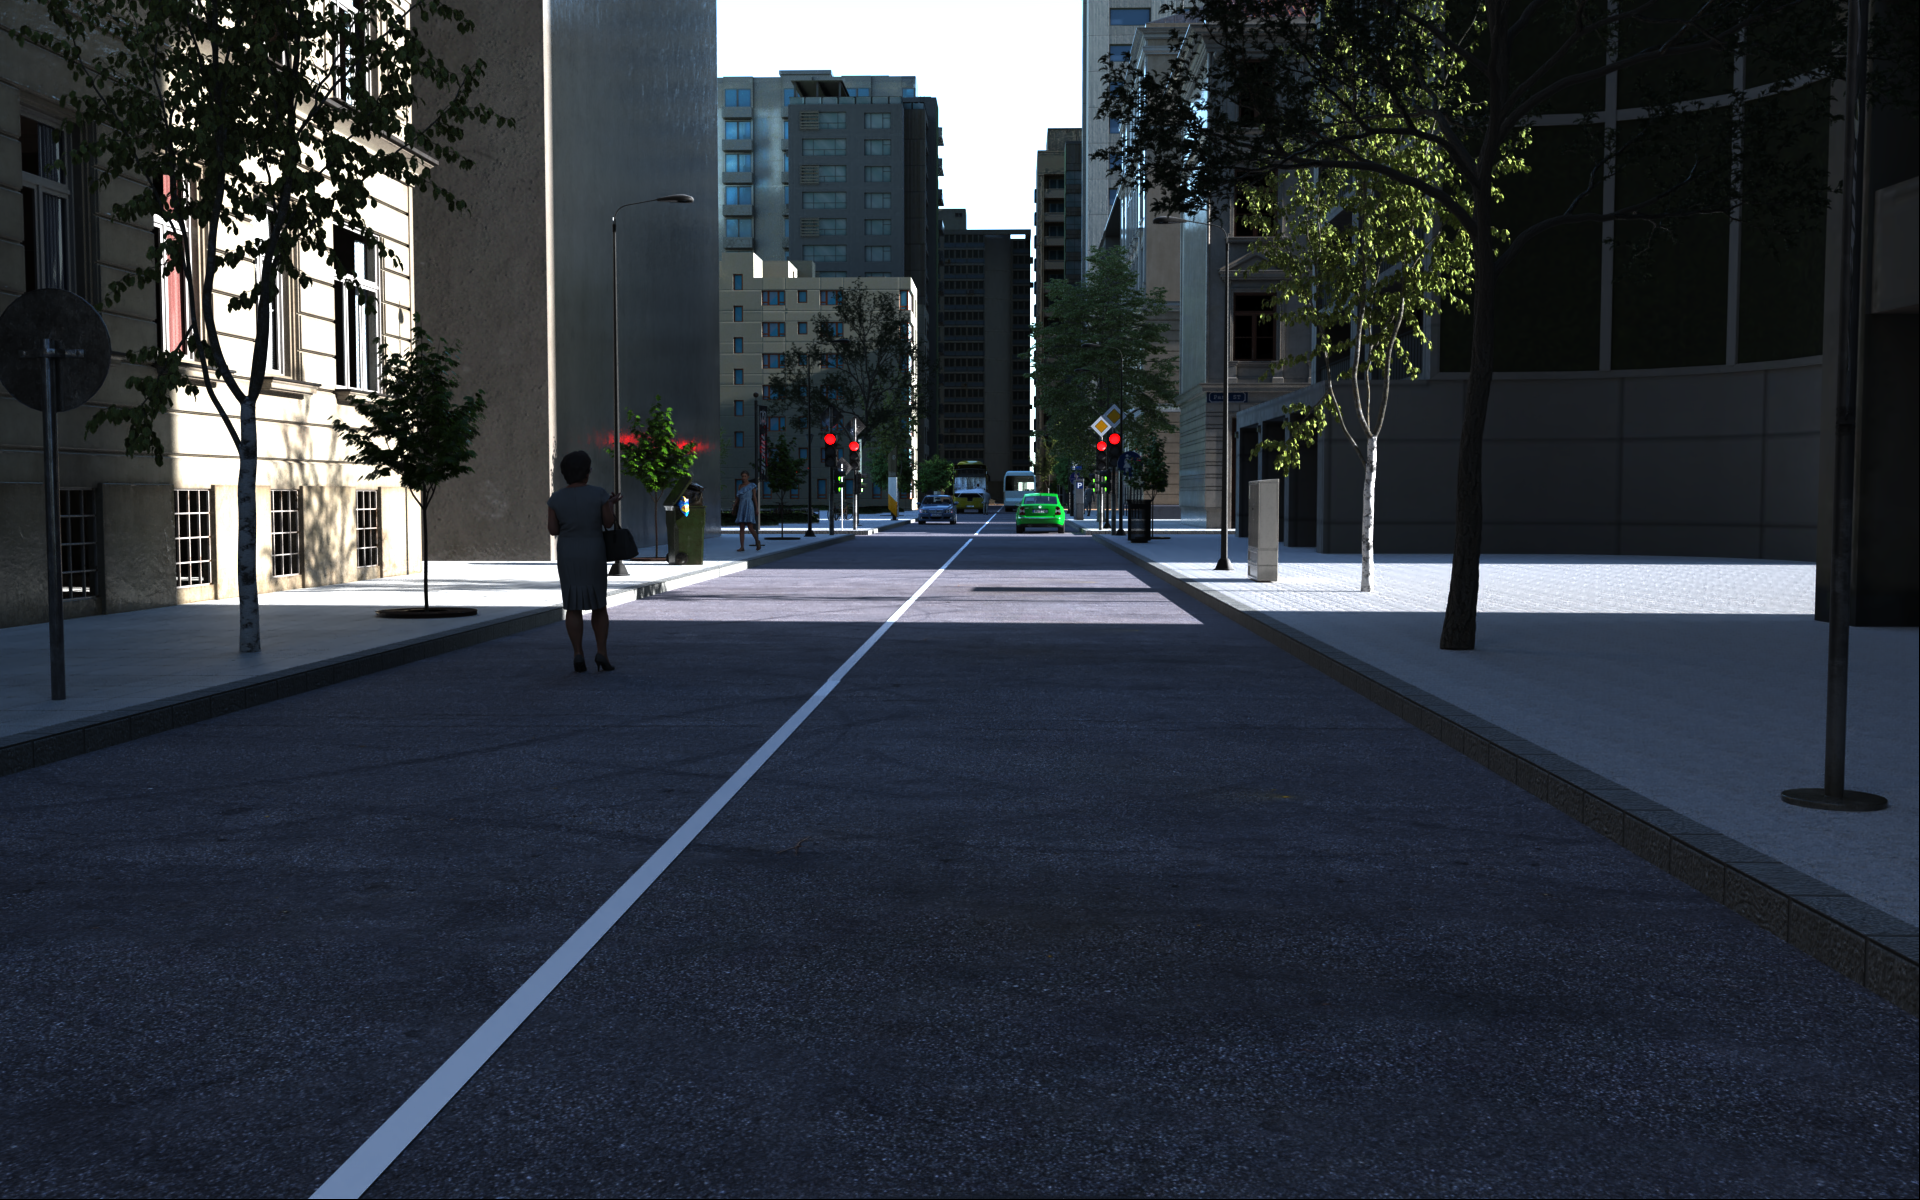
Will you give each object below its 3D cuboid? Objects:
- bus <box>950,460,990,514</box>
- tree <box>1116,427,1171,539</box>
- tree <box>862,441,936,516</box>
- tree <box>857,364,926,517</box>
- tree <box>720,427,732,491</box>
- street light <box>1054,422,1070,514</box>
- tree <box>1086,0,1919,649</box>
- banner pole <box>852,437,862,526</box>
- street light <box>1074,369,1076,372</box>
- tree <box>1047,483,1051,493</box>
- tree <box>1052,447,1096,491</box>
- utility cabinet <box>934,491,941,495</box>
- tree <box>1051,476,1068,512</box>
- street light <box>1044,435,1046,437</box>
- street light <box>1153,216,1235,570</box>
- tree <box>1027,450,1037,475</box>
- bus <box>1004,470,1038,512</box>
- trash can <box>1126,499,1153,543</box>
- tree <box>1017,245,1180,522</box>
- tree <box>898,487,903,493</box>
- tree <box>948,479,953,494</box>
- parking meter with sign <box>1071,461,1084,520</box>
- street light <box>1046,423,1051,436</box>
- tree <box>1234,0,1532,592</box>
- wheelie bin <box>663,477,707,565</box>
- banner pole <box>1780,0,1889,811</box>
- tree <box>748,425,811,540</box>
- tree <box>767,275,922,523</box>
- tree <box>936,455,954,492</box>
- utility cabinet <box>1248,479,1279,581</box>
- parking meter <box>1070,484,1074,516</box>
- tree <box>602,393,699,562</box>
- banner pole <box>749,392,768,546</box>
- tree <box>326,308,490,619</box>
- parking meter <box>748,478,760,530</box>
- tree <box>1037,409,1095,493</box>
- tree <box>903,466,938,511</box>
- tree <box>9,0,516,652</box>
[{"bbox_3d":[0.814,-8.491,130.374,2.896,3.916,12.252,0,4,1],"label":"bus"},{"bbox_3d":[5.584,-3.364,49.602,1.663,3.219,1.824,0,3,0],"label":"tree"},{"bbox_3d":[-4.120,-7.258,102.375,4.285,4.588,4.351,0,3,0],"label":"tree"},{"bbox_3d":[-3.732,-8.977,97.137,4.737,8.622,4.395,0,3,0],"label":"tree"},{"bbox_3d":[-19.847,-11.320,135.449,4.737,8.622,4.395,0,3,0],"label":"tree"},{"bbox_3d":[5.636,-7.075,88.214,1.470,5.913,1.316,0,4,2],"label":"street light"},{"bbox_3d":[4.454,-4.864,13.937,7.601,10.594,8.767,1,4,13],"label":"tree"},{"bbox_3d":[-4.070,-4.870,69.637,0.401,3.779,0.863,-1,4,-20],"label":"banner pole"},{"bbox_3d":[4.930,-5.605,64.185,1.470,5.913,1.316,0,4,2],"label":"street light"},{"bbox_3d":[8.839,-10.098,159.705,1.663,3.219,1.824,0,3,0],"label":"tree"},{"bbox_3d":[7.821,-8.160,117.124,4.285,4.588,4.351,0,3,0],"label":"tree"},{"bbox_3d":[-1.742,-7.668,134.046,0.318,1.500,1.173,-1,4,-14],"label":"utility cabinet"},{"bbox_3d":[8.075,-8.074,126.611,1.663,3.219,1.824,0,3,0],"label":"tree"},{"bbox_3d":[7.317,-10.017,136.323,1.470,5.913,1.316,0,4,2],"label":"street light"},{"bbox_3d":[3.923,-3.460,29.116,1.470,5.913,1.316,0,4,2],"label":"street light"},{"bbox_3d":[10.726,-16.146,214.350,4.737,8.622,4.395,0,3,0],"label":"tree"},{"bbox_3d":[5.020,-9.145,144.386,2.948,3.499,13.247,0,4,2],"label":"bus"},{"bbox_3d":[4.721,-2.076,45.597,0.748,1.137,0.748,0,3,0],"label":"trash can"},{"bbox_3d":[6.498,-9.834,78.909,7.486,12.596,7.792,0,3,0],"label":"tree"},{"bbox_3d":[-3.988,-8.333,130.845,1.663,3.219,1.824,0,3,0],"label":"tree"},{"bbox_3d":[-0.735,-11.394,180.900,1.663,3.219,1.824,0,3,0],"label":"tree"},{"bbox_3d":[5.871,-5.487,85.971,0.543,3.016,1.738,0,4,-4],"label":"parking meter with sign"},{"bbox_3d":[6.522,-8.544,112.238,1.470,5.913,1.316,0,4,2],"label":"street light"},{"bbox_3d":[5.415,-4.429,22.775,4.737,8.622,4.395,0,3,0],"label":"tree"},{"bbox_3d":[-4.988,-1.443,31.503,0.693,1.594,0.980,-2,4,-26],"label":"wheelie bin"},{"bbox_3d":[3.527,-1.031,6.871,0.401,3.779,0.863,2,4,26],"label":"banner pole"},{"bbox_3d":[-4.956,-3.309,48.696,1.663,3.219,1.824,0,3,0],"label":"tree"},{"bbox_3d":[-4.629,-8.592,74.900,8.767,10.594,7.601,1,4,10],"label":"tree"},{"bbox_3d":[-1.869,-9.539,139.682,4.285,4.588,4.351,0,3,0],"label":"tree"},{"bbox_3d":[4.472,-1.037,25.633,0.318,1.500,1.173,0,4,3],"label":"utility cabinet"},{"bbox_3d":[6.573,-5.781,100.234,0.399,1.863,0.255,-1,4,-14],"label":"parking meter"},{"bbox_3d":[-5.733,-2.367,33.296,1.663,3.219,1.824,0,3,0],"label":"tree"},{"bbox_3d":[-4.941,-3.236,42.923,0.401,3.779,0.863,1,4,20],"label":"banner pole"},{"bbox_3d":[-5.776,-1.444,18.204,1.663,3.219,1.824,0,3,0],"label":"tree"},{"bbox_3d":[-7.345,-3.425,61.711,0.399,1.863,0.255,1,4,14],"label":"parking meter"},{"bbox_3d":[9.323,-11.834,143.842,4.737,8.622,4.395,0,3,0],"label":"tree"},{"bbox_3d":[-2.567,-7.724,120.891,1.663,3.219,1.824,0,3,0],"label":"tree"},{"bbox_3d":[-5.771,-3.897,14.081,4.737,8.622,4.395,0,3,0],"label":"tree"}]
